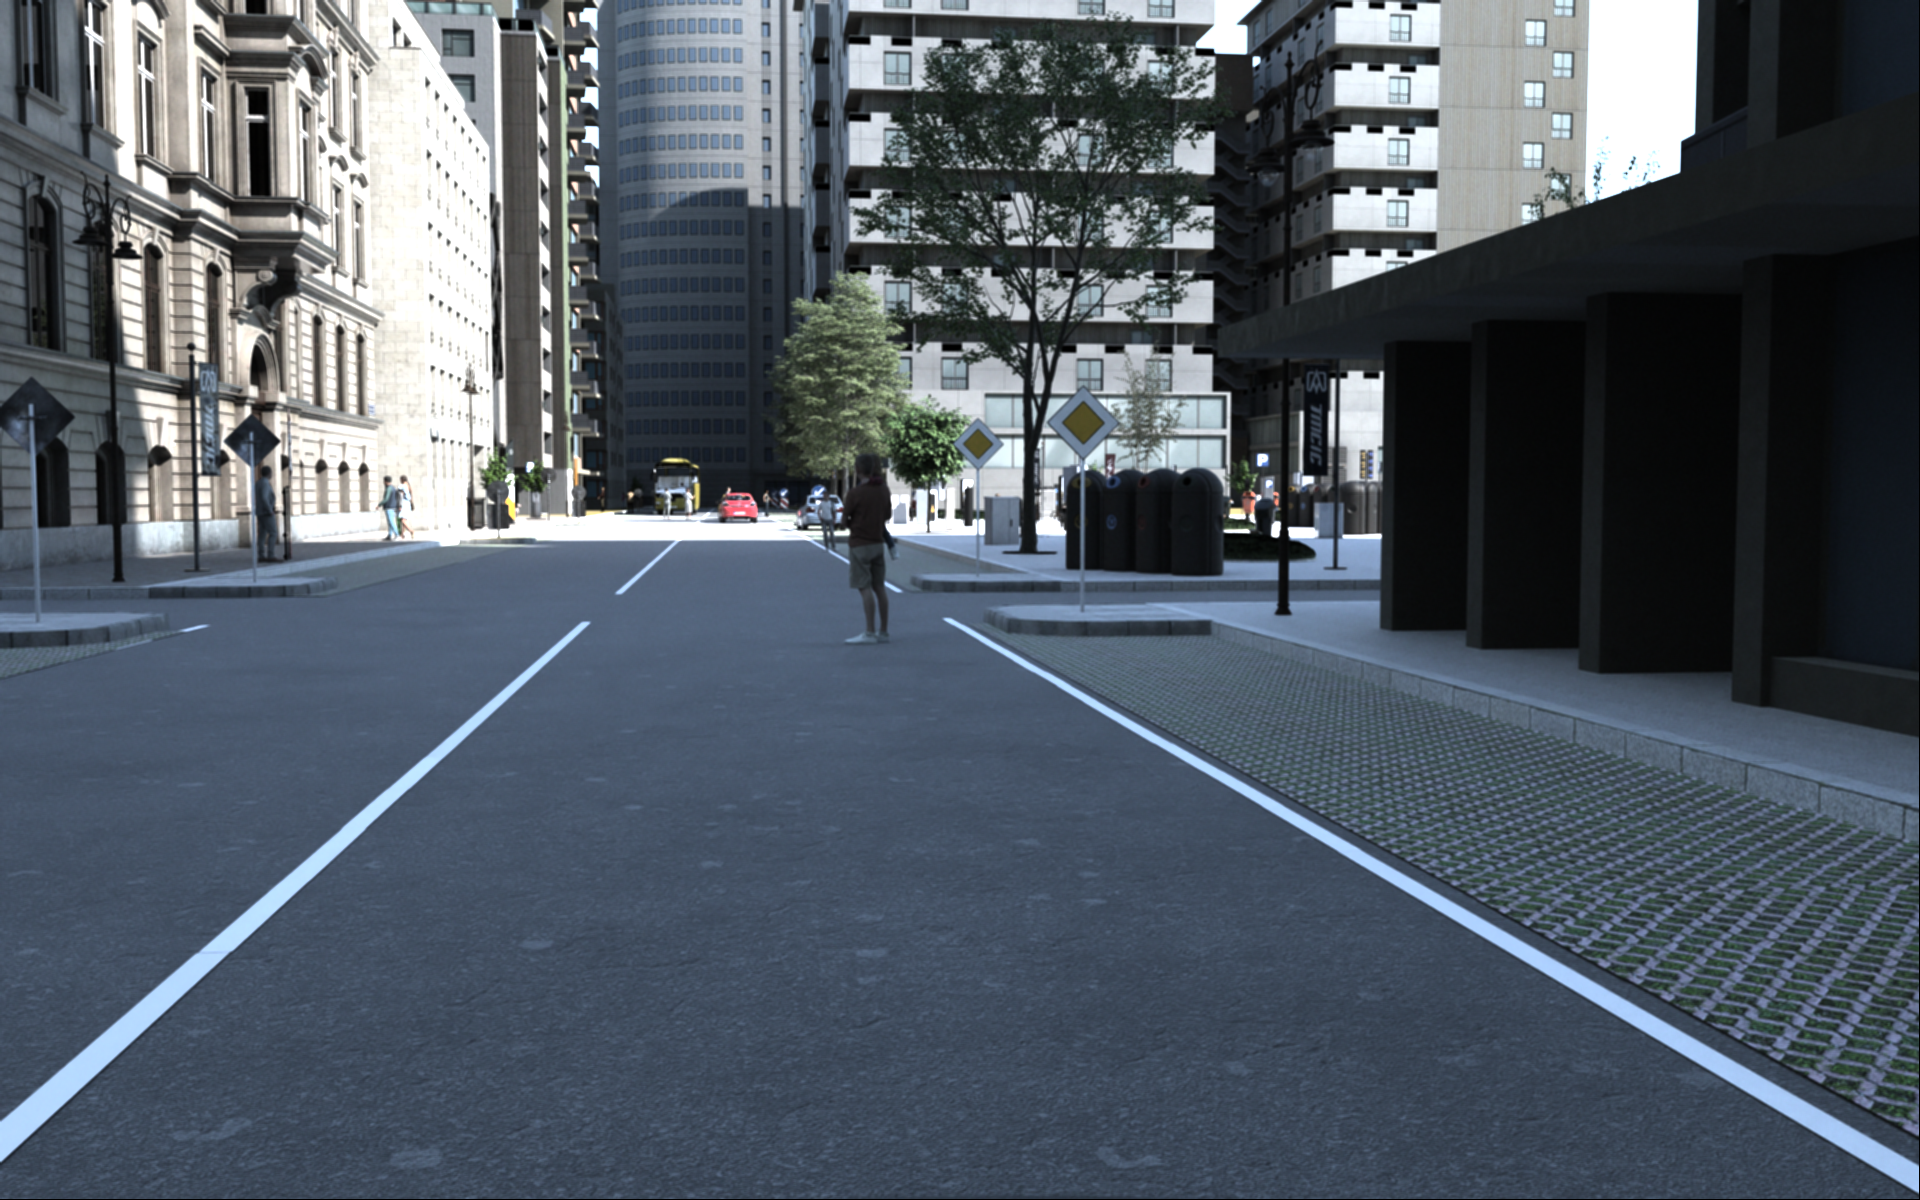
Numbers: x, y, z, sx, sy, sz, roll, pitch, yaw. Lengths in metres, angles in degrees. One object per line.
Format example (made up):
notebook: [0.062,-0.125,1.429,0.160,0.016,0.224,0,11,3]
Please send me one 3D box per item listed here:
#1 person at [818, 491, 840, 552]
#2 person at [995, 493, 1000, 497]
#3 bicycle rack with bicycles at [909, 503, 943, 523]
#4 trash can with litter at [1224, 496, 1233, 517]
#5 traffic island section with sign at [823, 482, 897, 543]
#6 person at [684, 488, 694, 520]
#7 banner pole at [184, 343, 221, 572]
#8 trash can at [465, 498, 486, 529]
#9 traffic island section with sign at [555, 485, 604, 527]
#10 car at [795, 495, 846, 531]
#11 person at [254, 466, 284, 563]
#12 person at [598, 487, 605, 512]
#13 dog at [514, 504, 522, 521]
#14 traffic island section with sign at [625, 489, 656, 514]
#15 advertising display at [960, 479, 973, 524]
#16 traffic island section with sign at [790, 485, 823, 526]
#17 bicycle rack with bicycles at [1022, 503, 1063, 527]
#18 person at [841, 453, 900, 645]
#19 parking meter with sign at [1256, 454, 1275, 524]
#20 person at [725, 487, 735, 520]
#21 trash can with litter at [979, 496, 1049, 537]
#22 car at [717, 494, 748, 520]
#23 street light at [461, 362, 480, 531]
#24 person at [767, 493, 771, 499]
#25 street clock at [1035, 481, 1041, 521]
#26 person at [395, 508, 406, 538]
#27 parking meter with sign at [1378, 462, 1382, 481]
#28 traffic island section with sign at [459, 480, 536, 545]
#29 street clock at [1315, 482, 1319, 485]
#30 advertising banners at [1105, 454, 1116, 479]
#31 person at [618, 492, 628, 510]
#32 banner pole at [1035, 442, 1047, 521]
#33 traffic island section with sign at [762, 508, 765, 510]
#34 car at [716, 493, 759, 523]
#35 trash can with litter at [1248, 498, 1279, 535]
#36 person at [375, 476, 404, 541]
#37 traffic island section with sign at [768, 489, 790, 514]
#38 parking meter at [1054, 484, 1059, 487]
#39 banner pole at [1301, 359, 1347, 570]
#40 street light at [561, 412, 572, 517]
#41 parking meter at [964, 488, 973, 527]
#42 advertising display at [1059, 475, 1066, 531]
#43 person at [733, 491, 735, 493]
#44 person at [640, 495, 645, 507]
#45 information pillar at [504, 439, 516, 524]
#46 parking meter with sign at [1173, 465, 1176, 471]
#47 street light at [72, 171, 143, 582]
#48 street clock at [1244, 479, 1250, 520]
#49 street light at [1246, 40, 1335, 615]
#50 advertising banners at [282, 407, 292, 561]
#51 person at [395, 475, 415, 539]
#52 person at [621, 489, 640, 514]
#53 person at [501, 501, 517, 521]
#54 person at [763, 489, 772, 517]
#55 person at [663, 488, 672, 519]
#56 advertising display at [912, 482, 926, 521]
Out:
person: [-3.260,-1.955,43.062,0.503,1.515,0.523,-2,4,-34]
person: [1.288,-2.977,58.965,0.306,1.304,0.590,0,4,6]
bicycle rack with bicycles: [-2.224,-3.936,77.741,2.852,0.926,2.925,3,4,37]
trash can with litter: [13.788,-4.820,90.194,0.624,1.170,1.055,2,4,26]
traffic island section with sign: [-2.921,-2.603,51.186,1.989,1.847,2.006,0,4,-8]
person: [-15.151,-5.372,96.910,0.480,1.755,0.524,1,4,19]
banner pole: [-12.651,-2.383,28.984,0.401,3.779,0.863,1,4,16]
trash can: [-17.799,-3.182,63.675,0.748,1.137,0.748,0,3,0]
traffic island section with sign: [-16.787,-4.148,76.446,1.989,1.847,2.006,0,4,-8]
car: [-5.525,-3.480,68.898,2.014,1.417,4.499,-1,4,-9]
person: [-13.047,-1.615,32.548,0.635,1.810,0.391,3,5,42]
person: [-26.065,-7.298,125.878,0.721,1.766,1.217,0,4,7]
dog: [-21.379,-4.189,82.870,0.513,0.831,0.800,-3,5,-44]
traffic island section with sign: [-23.408,-7.202,126.374,1.989,1.847,2.006,0,4,-8]
advertising display: [0.294,-4.213,74.093,0.123,1.923,0.974,2,4,28]
traffic island section with sign: [-6.478,-4.237,77.906,1.989,1.847,2.006,0,4,-8]
bicycle rack with bicycles: [3.320,-3.378,68.618,2.852,0.926,2.925,2,4,23]
person: [-0.865,-0.502,16.688,0.573,1.828,0.580,0,4,-5]
parking meter with sign: [13.141,-4.767,74.202,0.543,3.016,1.738,0,4,-4]
person: [-12.688,-5.290,95.098,0.767,1.812,0.694,0,4,-8]
trash can with litter: [1.480,-2.500,51.933,1.678,1.210,2.233,-3,5,-40]
car: [-12.822,-5.382,98.213,2.015,1.641,3.980,0,4,-6]
street light: [-17.044,-5.360,60.424,0.468,5.910,1.993,0,4,-8]
person: [-18.629,-9.731,167.630,0.705,1.821,1.348,1,4,14]
street clock: [3.767,-4.863,84.073,0.358,2.002,0.471,0,4,-7]
person: [-16.059,-2.413,49.742,0.306,1.304,0.590,-2,4,-23]
parking meter with sign: [23.494,-5.949,93.519,1.738,3.016,0.543,0,4,2]
traffic island section with sign: [-13.243,-2.514,49.724,1.989,1.847,2.006,0,4,-8]
street clock: [21.686,-6.162,105.327,0.358,2.002,0.471,1,4,18]
advertising banners: [5.956,-4.881,75.986,2.074,3.025,0.090,3,5,39]
person: [-27.838,-8.186,143.104,0.991,1.433,0.599,-3,5,-42]
banner pole: [3.785,-5.702,83.249,0.863,3.779,0.401,3,4,37]
traffic island section with sign: [-16.693,-8.947,154.910,1.989,1.847,2.006,0,4,-8]
car: [-11.092,-4.734,86.446,2.155,1.783,4.494,-1,4,-9]
trash can with litter: [8.478,-2.273,48.557,0.624,1.170,1.055,2,4,30]
person: [-15.662,-2.520,47.589,0.721,1.781,0.623,-1,4,-12]
traffic island section with sign: [-13.070,-7.275,127.566,1.989,1.847,2.006,0,4,-8]
parking meter: [5.582,-5.765,99.969,0.255,1.863,0.399,0,4,-6]
banner pole: [6.196,-2.412,29.454,0.863,3.779,0.401,-1,4,-14]
street light: [-21.795,-7.536,95.998,0.468,5.910,1.993,0,4,-8]
parking meter: [0.335,-3.645,68.014,0.372,1.533,0.369,0,3,0]
advertising display: [3.747,-3.380,60.481,0.123,1.923,0.974,2,4,34]
person: [-19.560,-8.585,149.551,0.721,1.739,1.217,3,4,36]
person: [-32.182,-10.146,175.190,1.065,1.426,0.557,1,4,21]
information pillar: [-19.112,-5.023,73.484,0.183,3.616,0.504,2,4,31]
parking meter with sign: [12.069,-6.594,104.075,1.738,3.016,0.543,0,4,-8]
street light: [-12.337,-3.207,25.217,0.468,5.910,1.993,0,4,-8]
street clock: [13.423,-4.669,80.907,0.358,2.002,0.471,1,4,10]
street light: [3.442,-2.781,18.263,0.468,5.910,1.993,0,4,-8]
advertising banners: [-13.292,-2.328,34.249,0.090,3.025,2.074,-1,4,-17]
person: [-15.639,-2.617,48.928,0.778,1.811,0.616,2,4,31]
person: [-23.593,-7.058,123.992,1.348,1.812,0.705,-1,4,-22]
person: [-21.292,-4.582,81.438,0.782,1.767,0.515,2,4,25]
person: [-12.168,-6.139,109.600,0.721,1.735,1.217,1,4,16]
person: [-16.844,-5.570,99.752,0.511,1.800,0.466,1,4,8]
advertising display: [-1.952,-4.710,82.220,0.123,1.923,0.974,-3,5,-39]
